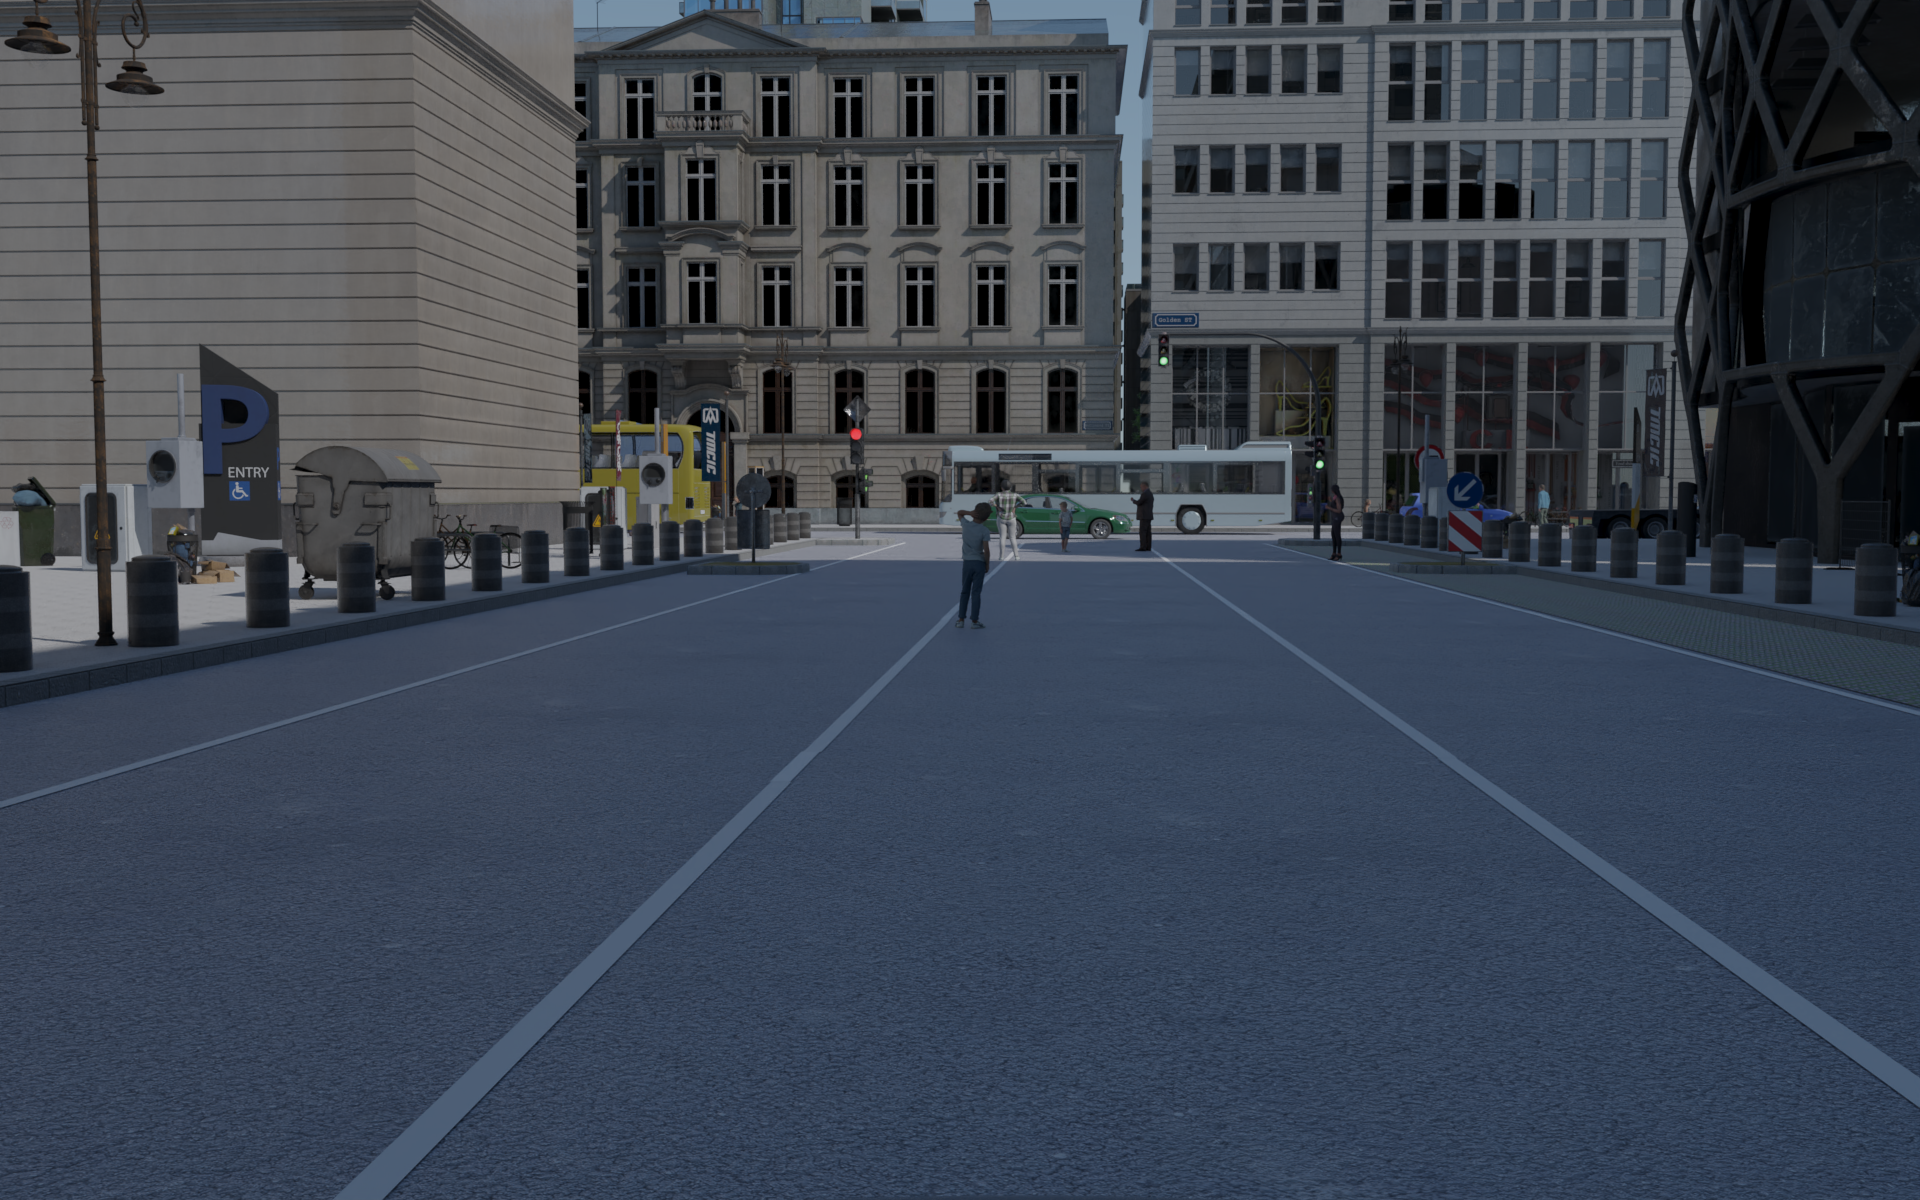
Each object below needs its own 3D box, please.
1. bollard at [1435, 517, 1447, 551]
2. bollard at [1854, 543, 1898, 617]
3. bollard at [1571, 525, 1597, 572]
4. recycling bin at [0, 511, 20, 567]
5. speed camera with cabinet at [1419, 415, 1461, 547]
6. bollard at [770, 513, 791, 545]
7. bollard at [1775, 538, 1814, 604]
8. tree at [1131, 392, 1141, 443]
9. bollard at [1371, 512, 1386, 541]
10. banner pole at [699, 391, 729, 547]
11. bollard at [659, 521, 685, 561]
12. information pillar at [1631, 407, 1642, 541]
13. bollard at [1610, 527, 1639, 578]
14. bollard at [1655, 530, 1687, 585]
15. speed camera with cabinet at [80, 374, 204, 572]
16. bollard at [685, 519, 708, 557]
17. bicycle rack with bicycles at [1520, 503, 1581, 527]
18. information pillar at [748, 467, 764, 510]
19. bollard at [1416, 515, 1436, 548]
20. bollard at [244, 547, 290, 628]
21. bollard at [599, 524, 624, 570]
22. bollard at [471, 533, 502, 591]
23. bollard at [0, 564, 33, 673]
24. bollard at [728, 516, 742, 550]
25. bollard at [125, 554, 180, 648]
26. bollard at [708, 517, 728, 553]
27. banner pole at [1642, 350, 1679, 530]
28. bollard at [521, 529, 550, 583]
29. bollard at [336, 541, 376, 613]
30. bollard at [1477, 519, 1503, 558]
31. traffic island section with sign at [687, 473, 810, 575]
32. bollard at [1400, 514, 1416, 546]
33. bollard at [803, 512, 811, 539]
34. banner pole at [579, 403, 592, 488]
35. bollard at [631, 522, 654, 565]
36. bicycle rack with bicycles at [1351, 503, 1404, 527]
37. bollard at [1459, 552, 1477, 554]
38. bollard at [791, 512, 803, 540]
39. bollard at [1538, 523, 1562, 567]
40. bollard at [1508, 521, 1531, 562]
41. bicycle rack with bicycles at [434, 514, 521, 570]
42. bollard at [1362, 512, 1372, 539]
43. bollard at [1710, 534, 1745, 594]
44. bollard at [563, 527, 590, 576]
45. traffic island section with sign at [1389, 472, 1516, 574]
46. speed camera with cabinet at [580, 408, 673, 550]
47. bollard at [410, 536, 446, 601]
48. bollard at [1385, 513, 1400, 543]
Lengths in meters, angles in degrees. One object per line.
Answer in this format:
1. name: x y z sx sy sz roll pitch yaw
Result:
1. bollard: 11.022 -1.492 39.104 0.404 0.777 0.398 0 3 0
2. bollard: 9.656 -0.217 18.258 0.404 0.777 0.398 0 3 0
3. bollard: 10.339 -0.855 28.688 0.404 0.777 0.398 0 3 0
4. recycling bin: -14.229 -0.778 25.277 0.722 1.027 0.722 3 5 42
5. speed camera with cabinet: 11.800 -2.950 42.562 0.660 3.252 2.038 0 4 3
6. bollard: -4.786 -1.908 45.919 0.404 0.777 0.398 0 3 0
7. bollard: 9.795 -0.344 20.338 0.404 0.777 0.398 0 3 0
8. tree: 18.985 -14.107 156.405 9.928 11.665 9.643 0 3 0
9. bollard: 11.566 -2.001 47.440 0.404 0.777 0.398 0 3 0
10. banner pole: -5.890 -3.186 42.105 0.863 3.779 0.401 -1 4 -14
11. bollard: -5.604 -1.144 33.415 0.404 0.777 0.398 0 3 0
12. information pillar: 18.311 -3.397 46.900 0.183 3.616 0.504 3 4 36
13. bollard: 10.204 -0.727 26.606 0.404 0.777 0.398 0 3 0
14. bollard: 10.069 -0.600 24.521 0.404 0.777 0.398 0 3 0
15. speed camera with cabinet: -13.522 -2.094 28.577 2.038 3.252 0.660 1 4 17
16. bollard: -5.466 -1.271 35.495 0.404 0.777 0.398 0 3 0
17. bicycle rack with bicycles: 22.931 -3.244 66.421 2.925 0.926 2.852 1 4 11
18. information pillar: -5.465 -2.566 46.439 0.304 2.012 0.304 3 5 41
19. bollard: 11.160 -1.619 41.184 0.404 0.777 0.398 0 3 0
20. bollard: -6.693 -0.123 16.735 0.404 0.777 0.398 0 3 0
21. bollard: -5.879 -0.888 29.235 0.404 0.777 0.398 0 3 0
22. bollard: -6.281 -0.505 22.980 0.404 0.777 0.398 0 3 0
23. bollard: -6.965 0.131 12.569 0.404 0.777 0.398 0 3 0
24. bollard: -5.192 -1.525 39.655 0.404 0.777 0.398 0 3 0
25. bollard: -6.830 0.004 14.649 0.404 0.777 0.398 0 3 0
26. bollard: -5.329 -1.398 37.575 0.404 0.777 0.398 0 3 0
27. banner pole: 12.290 -2.466 30.340 0.401 3.779 0.863 -2 4 -24
28. bollard: -6.148 -0.633 25.066 0.404 0.777 0.398 0 3 0
29. bollard: -6.559 -0.251 18.815 0.404 0.777 0.398 0 3 0
30. bollard: 10.742 -1.236 34.929 0.404 0.777 0.398 0 3 0
31. traffic island section with sign: -3.806 -1.407 31.639 1.989 1.847 2.006 0 4 4
32. bollard: 11.294 -1.746 43.264 0.404 0.777 0.398 0 3 0
33. bollard: -4.513 -2.164 50.104 0.404 0.777 0.398 0 3 0
34. banner pole: -10.278 -3.518 47.532 0.401 3.779 0.863 -3 5 -39
35. bollard: -5.737 -1.016 31.335 0.404 0.777 0.398 0 3 0
36. bicycle rack with bicycles: 16.911 -3.280 67.013 2.925 0.926 2.852 2 4 33
37. bollard: 10.884 -1.364 37.024 0.404 0.777 0.398 0 3 0
38. bollard: -4.650 -2.037 48.017 0.404 0.777 0.398 0 3 0
39. bollard: 10.479 -0.982 30.768 0.404 0.777 0.398 0 3 0
40. bollard: 10.613 -1.109 32.848 0.404 0.777 0.398 0 3 0
41. bicycle rack with bicycles: -8.843 -1.011 29.913 2.925 0.926 2.852 0 4 6
42. bollard: 11.702 -2.129 49.521 0.404 0.777 0.398 0 3 0
43. bollard: 9.932 -0.471 22.418 0.404 0.777 0.398 0 3 0
44. bollard: -6.013 -0.761 27.155 0.404 0.777 0.398 0 3 0
45. traffic island section with sign: 8.951 -1.410 31.689 1.989 1.847 2.006 0 4 4
46. speed camera with cabinet: -7.667 -2.779 39.765 2.038 3.252 0.660 0 4 0
47. bollard: -6.419 -0.378 20.900 0.404 0.777 0.398 0 3 0
48. bollard: 11.430 -1.873 45.344 0.404 0.777 0.398 0 3 0
